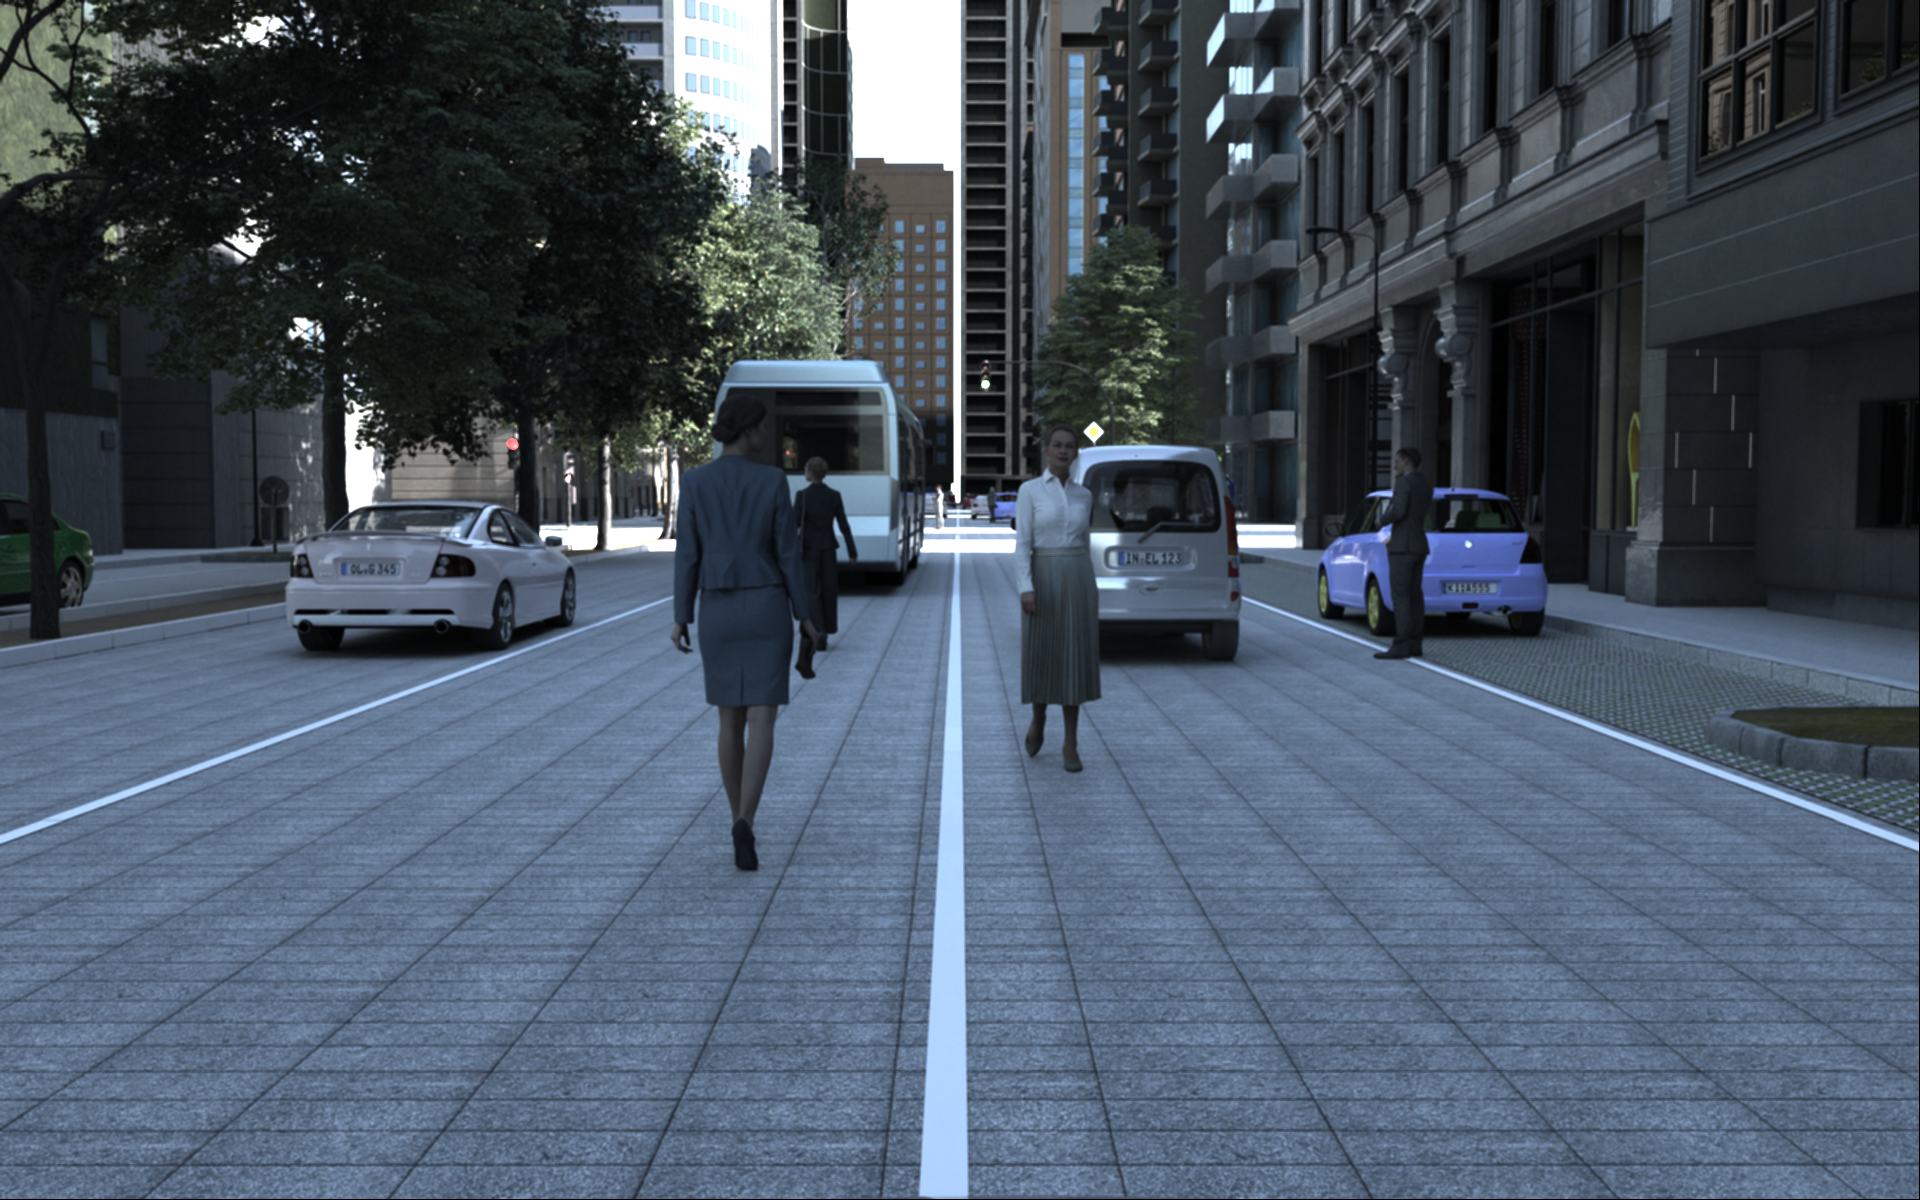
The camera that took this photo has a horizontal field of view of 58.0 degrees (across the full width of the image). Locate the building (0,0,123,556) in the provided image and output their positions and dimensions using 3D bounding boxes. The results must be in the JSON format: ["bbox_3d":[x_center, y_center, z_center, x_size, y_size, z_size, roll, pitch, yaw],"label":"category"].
[{"bbox_3d":[-24.865,-15.745,29.134,14.160,30.474,14.107,0,3,0],"label":"building"}]

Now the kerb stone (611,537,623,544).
[{"bbox_3d":[-10.039,-1.727,50.429,0.120,0.150,1.000,0,3,0],"label":"kerb stone"}]

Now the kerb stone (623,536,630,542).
[{"bbox_3d":[-10.032,-1.787,51.451,0.120,0.150,1.000,0,3,0],"label":"kerb stone"}]

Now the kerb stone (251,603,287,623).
[{"bbox_3d":[-7.910,0.157,19.628,0.120,0.150,1.000,0,3,0],"label":"kerb stone"}]

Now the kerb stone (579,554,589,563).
[{"bbox_3d":[-7.928,-0.846,36.031,0.120,0.150,1.000,0,3,0],"label":"kerb stone"}]

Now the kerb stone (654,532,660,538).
[{"bbox_3d":[-10.037,-2.102,56.568,0.120,0.150,1.000,0,3,0],"label":"kerb stone"}]

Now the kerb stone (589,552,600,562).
[{"bbox_3d":[-7.921,-0.909,37.061,0.120,0.150,1.000,0,3,0],"label":"kerb stone"}]

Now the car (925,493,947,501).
[{"bbox_3d":[-1.853,-6.576,117.100,1.945,1.707,3.694,0,3,0],"label":"car"}]

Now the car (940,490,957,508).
[{"bbox_3d":[-1.444,-10.471,179.874,2.281,1.827,5.304,0,4,-1],"label":"car"}]

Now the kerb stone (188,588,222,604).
[{"bbox_3d":[-10.013,-0.035,22.762,0.120,0.150,1.000,0,3,0],"label":"kerb stone"}]

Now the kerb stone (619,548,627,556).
[{"bbox_3d":[-7.927,-1.095,40.129,0.120,0.150,1.000,0,3,0],"label":"kerb stone"}]

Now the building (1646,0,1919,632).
[{"bbox_3d":[14.264,-11.282,3.534,14.314,24.678,30.058,0,3,0],"label":"building"}]

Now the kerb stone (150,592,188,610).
[{"bbox_3d":[-10.007,0.028,21.740,0.120,0.150,1.000,0,3,0],"label":"kerb stone"}]

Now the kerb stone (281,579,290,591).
[{"bbox_3d":[-10.018,-0.222,25.832,0.120,0.150,1.000,0,3,0],"label":"kerb stone"}]

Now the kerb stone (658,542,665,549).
[{"bbox_3d":[-7.933,-1.407,45.258,0.120,0.150,1.000,0,3,0],"label":"kerb stone"}]

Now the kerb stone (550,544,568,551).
[{"bbox_3d":[-10.032,-1.288,43.259,0.120,0.150,1.000,0,3,0],"label":"kerb stone"}]

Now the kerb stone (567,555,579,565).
[{"bbox_3d":[-7.921,-0.783,35.001,0.120,0.150,1.000,0,3,0],"label":"kerb stone"}]

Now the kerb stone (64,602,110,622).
[{"bbox_3d":[-10.004,0.153,19.691,0.120,0.150,1.000,0,3,0],"label":"kerb stone"}]

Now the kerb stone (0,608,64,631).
[{"bbox_3d":[-10.004,0.216,18.660,0.120,0.150,1.000,0,3,0],"label":"kerb stone"}]

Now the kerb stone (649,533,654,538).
[{"bbox_3d":[-10.036,-2.040,55.546,0.120,0.150,1.000,0,3,0],"label":"kerb stone"}]

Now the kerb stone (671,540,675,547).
[{"bbox_3d":[-7.936,-1.528,47.307,0.120,0.150,1.000,0,3,0],"label":"kerb stone"}]

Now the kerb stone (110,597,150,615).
[{"bbox_3d":[-10.015,0.090,20.718,0.120,0.150,1.000,0,3,0],"label":"kerb stone"}]

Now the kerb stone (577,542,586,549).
[{"bbox_3d":[-10.030,-1.413,45.308,0.120,0.150,1.000,0,3,0],"label":"kerb stone"}]

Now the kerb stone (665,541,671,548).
[{"bbox_3d":[-7.932,-1.473,46.285,0.120,0.150,1.000,0,3,0],"label":"kerb stone"}]

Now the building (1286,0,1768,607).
[{"bbox_3d":[12.323,-11.495,38.856,10.553,20.767,40.483,0,3,0],"label":"building"}]

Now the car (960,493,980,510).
[{"bbox_3d":[1.134,-9.359,162.064,2.155,1.783,4.494,0,4,-2],"label":"car"}]

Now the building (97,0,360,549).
[{"bbox_3d":[-31.504,-30.898,47.176,28.212,58.520,21.231,0,3,0],"label":"building"}]

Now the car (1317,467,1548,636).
[{"bbox_3d":[4.977,-0.556,18.687,1.945,1.707,3.694,0,4,0],"label":"car"}]

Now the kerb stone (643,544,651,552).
[{"bbox_3d":[-7.923,-1.283,43.210,0.120,0.150,1.000,0,3,0],"label":"kerb stone"}]

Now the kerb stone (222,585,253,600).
[{"bbox_3d":[-10.011,-0.097,23.787,0.120,0.150,1.000,0,3,0],"label":"kerb stone"}]

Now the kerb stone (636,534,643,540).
[{"bbox_3d":[-10.037,-1.913,53.500,0.120,0.150,1.000,0,3,0],"label":"kerb stone"}]

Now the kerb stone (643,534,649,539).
[{"bbox_3d":[-10.033,-1.977,54.523,0.120,0.150,1.000,0,3,0],"label":"kerb stone"}]

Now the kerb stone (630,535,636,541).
[{"bbox_3d":[-10.038,-1.852,52.473,0.120,0.150,1.000,0,3,0],"label":"kerb stone"}]

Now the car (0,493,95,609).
[{"bbox_3d":[-11.240,-0.616,18.868,1.959,1.807,4.718,0,4,-2],"label":"car"}]

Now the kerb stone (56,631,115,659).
[{"bbox_3d":[-7.909,0.408,15.531,0.120,0.150,1.000,0,3,0],"label":"kerb stone"}]

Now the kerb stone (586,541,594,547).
[{"bbox_3d":[-10.029,-1.476,46.330,0.120,0.150,1.000,0,3,0],"label":"kerb stone"}]

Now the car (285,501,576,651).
[{"bbox_3d":[-5.114,-0.299,17.258,2.083,1.381,4.827,0,4,-1],"label":"car"}]

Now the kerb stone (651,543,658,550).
[{"bbox_3d":[-7.932,-1.347,44.236,0.120,0.150,1.000,0,3,0],"label":"kerb stone"}]

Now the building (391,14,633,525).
[{"bbox_3d":[-22.992,-17.239,79.124,12.463,27.353,25.104,0,3,0],"label":"building"}]

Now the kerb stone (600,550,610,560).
[{"bbox_3d":[-7.924,-0.967,38.084,0.120,0.150,1.000,0,3,0],"label":"kerb stone"}]

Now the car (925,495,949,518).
[{"bbox_3d":[-1.718,-5.653,104.783,2.083,1.381,4.827,0,4,1],"label":"car"}]

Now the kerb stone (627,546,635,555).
[{"bbox_3d":[-7.926,-1.160,41.158,0.120,0.150,1.000,0,3,0],"label":"kerb stone"}]

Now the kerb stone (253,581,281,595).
[{"bbox_3d":[-10.015,-0.149,24.810,0.120,0.150,1.000,0,3,0],"label":"kerb stone"}]

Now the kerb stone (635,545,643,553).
[{"bbox_3d":[-7.930,-1.218,42.180,0.120,0.150,1.000,0,3,0],"label":"kerb stone"}]

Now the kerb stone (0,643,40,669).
[{"bbox_3d":[-7.903,0.473,14.508,0.120,0.150,1.000,0,3,0],"label":"kerb stone"}]

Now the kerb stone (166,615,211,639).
[{"bbox_3d":[-7.905,0.283,17.576,0.120,0.150,1.000,0,3,0],"label":"kerb stone"}]

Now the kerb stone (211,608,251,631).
[{"bbox_3d":[-7.914,0.220,18.602,0.120,0.150,1.000,0,3,0],"label":"kerb stone"}]

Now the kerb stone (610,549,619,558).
[{"bbox_3d":[-7.923,-1.034,39.107,0.120,0.150,1.000,0,3,0],"label":"kerb stone"}]

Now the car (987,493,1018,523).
[{"bbox_3d":[2.346,-4.731,86.944,1.945,1.707,3.694,0,4,-1],"label":"car"}]

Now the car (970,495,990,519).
[{"bbox_3d":[1.581,-5.316,99.281,2.083,1.381,4.827,0,4,1],"label":"car"}]

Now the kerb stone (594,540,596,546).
[{"bbox_3d":[-10.030,-1.539,47.354,0.120,0.150,1.000,0,3,0],"label":"kerb stone"}]

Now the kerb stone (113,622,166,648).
[{"bbox_3d":[-7.903,0.345,16.553,0.120,0.150,1.000,0,3,0],"label":"kerb stone"}]

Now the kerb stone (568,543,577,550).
[{"bbox_3d":[-10.030,-1.351,44.283,0.120,0.150,1.000,0,3,0],"label":"kerb stone"}]

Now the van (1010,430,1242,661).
[{"bbox_3d":[1.512,-0.565,16.248,2.013,2.044,4.112,0,4,-2],"label":"van"}]
